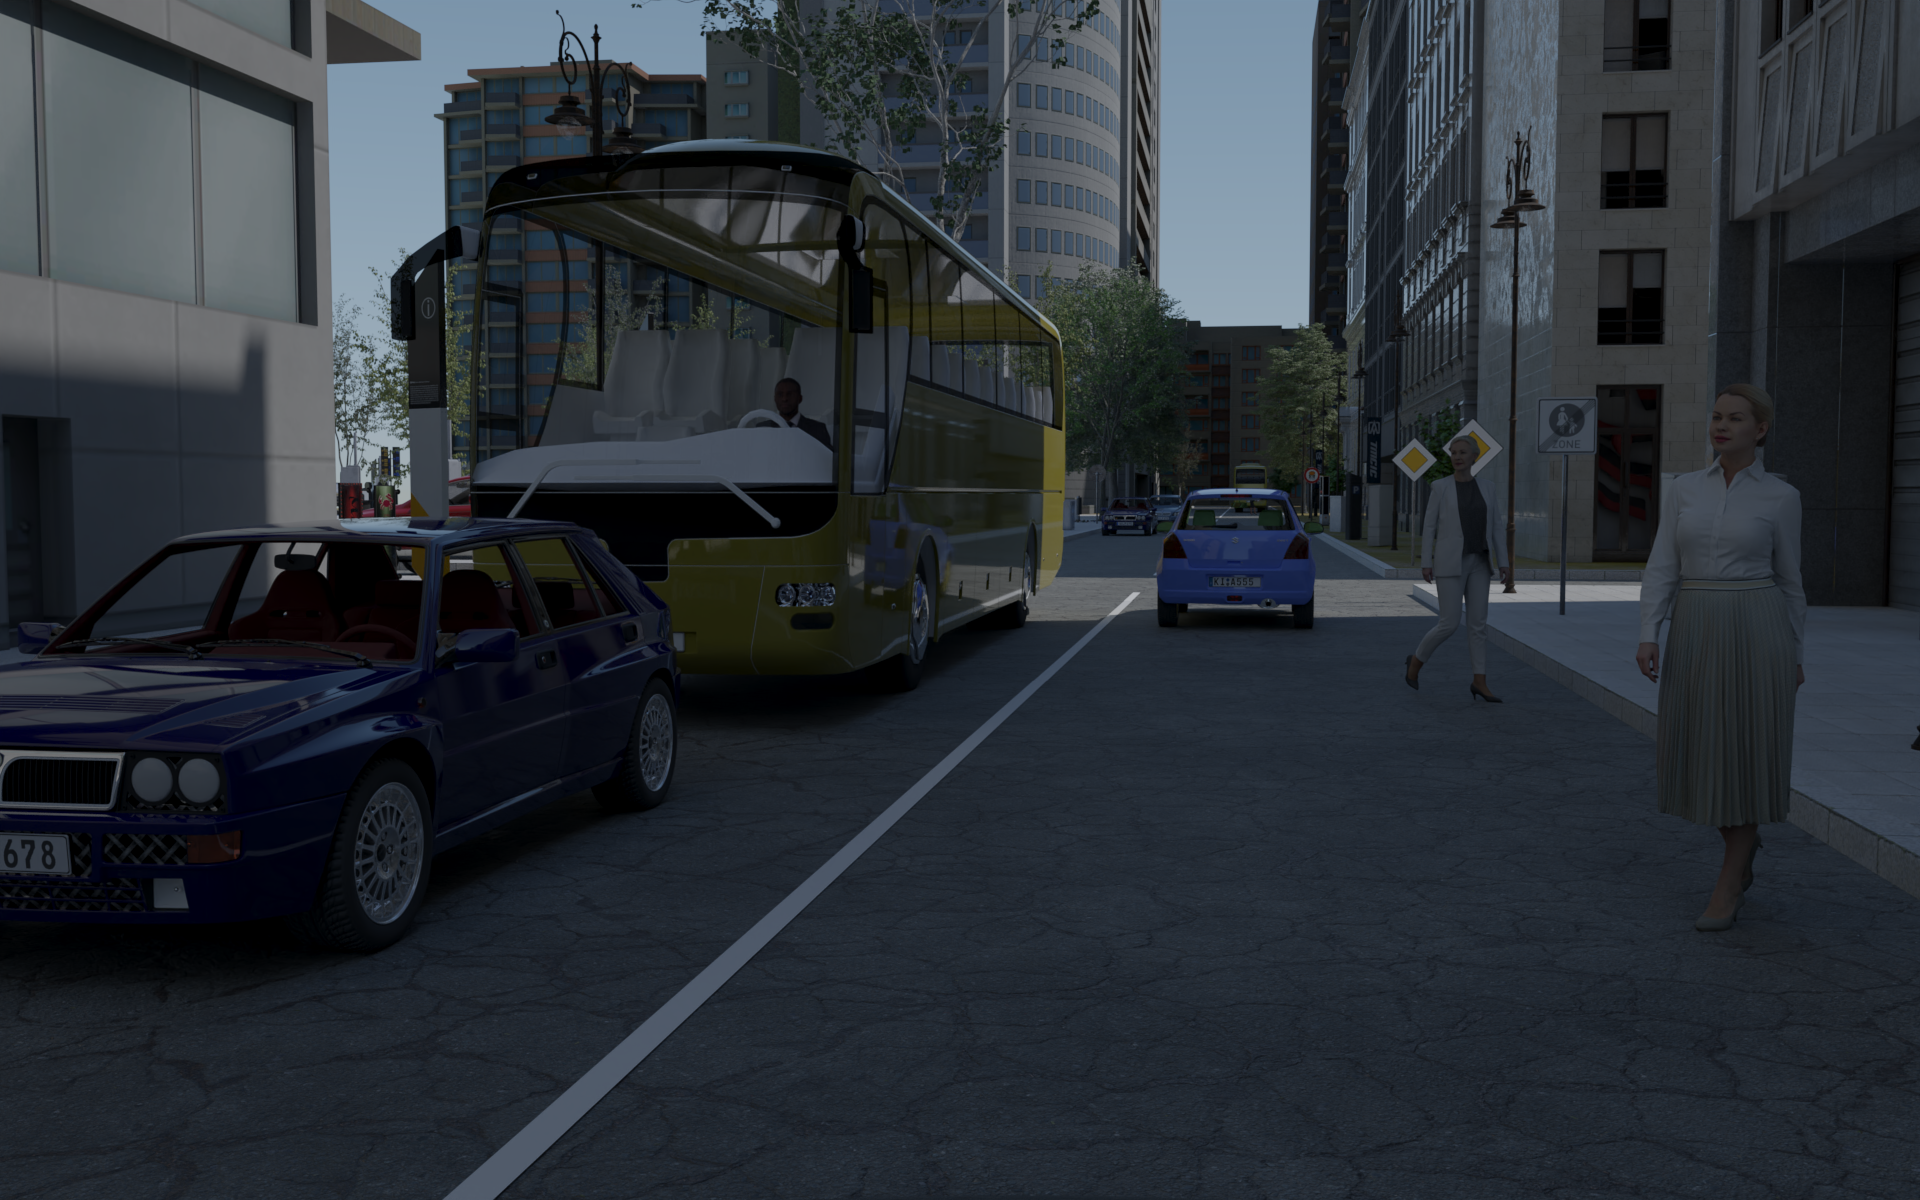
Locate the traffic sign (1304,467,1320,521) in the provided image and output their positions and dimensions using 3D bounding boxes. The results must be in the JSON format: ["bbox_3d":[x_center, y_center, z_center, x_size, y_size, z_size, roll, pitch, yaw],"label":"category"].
[{"bbox_3d":[16.658,-5.010,82.017,0.768,2.556,0.104,1,4,13],"label":"traffic sign"}]

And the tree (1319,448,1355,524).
[{"bbox_3d":[15.855,-4.824,73.477,1.663,3.219,1.824,0,3,0],"label":"tree"}]

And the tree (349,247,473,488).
[{"bbox_3d":[-15.894,-6.189,51.546,4.737,8.622,4.395,0,3,0],"label":"tree"}]

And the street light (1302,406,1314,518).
[{"bbox_3d":[18.418,-7.230,90.998,0.468,5.910,1.993,1,4,9],"label":"street light"}]

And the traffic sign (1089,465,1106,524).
[{"bbox_3d":[5.924,-4.568,74.798,0.768,2.556,0.104,1,4,12],"label":"traffic sign"}]

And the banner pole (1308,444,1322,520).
[{"bbox_3d":[17.695,-5.868,85.965,0.863,3.779,0.401,-1,4,-15],"label":"banner pole"}]

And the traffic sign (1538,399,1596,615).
[{"bbox_3d":[6.393,-0.990,18.318,0.606,2.300,0.079,1,4,11],"label":"traffic sign"}]

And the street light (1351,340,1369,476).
[{"bbox_3d":[12.016,-4.855,52.168,0.468,5.910,1.993,1,4,9],"label":"street light"}]

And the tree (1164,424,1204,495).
[{"bbox_3d":[22.875,-13.936,178.209,4.360,8.622,3.978,0,3,0],"label":"tree"}]

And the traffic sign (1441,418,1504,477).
[{"bbox_3d":[6.795,-1.186,23.027,0.795,2.450,0.064,1,4,9],"label":"traffic sign"}]

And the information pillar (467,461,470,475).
[{"bbox_3d":[-31.995,-7.448,113.128,0.504,3.616,0.183,3,4,39],"label":"information pillar"}]

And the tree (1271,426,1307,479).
[{"bbox_3d":[34.454,-14.141,181.567,4.737,8.622,4.395,0,3,0],"label":"tree"}]

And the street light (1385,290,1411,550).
[{"bbox_3d":[9.913,-4.071,39.355,0.468,5.910,1.993,1,4,9],"label":"street light"}]

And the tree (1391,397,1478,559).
[{"bbox_3d":[9.734,-2.439,34.486,1.663,3.219,1.824,0,3,0],"label":"tree"}]

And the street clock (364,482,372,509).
[{"bbox_3d":[-35.018,-5.993,102.559,0.471,2.002,0.358,2,4,35],"label":"street clock"}]

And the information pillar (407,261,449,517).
[{"bbox_3d":[-5.141,-1.555,16.781,0.504,3.616,0.183,2,4,34],"label":"information pillar"}]

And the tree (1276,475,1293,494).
[{"bbox_3d":[30.269,-10.125,160.141,1.663,3.219,1.824,0,3,0],"label":"tree"}]

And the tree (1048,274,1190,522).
[{"bbox_3d":[6.868,-9.494,80.976,9.928,11.665,9.643,0,3,0],"label":"tree"}]

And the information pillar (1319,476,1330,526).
[{"bbox_3d":[14.721,-4.002,69.931,0.304,2.012,0.304,-1,4,-10],"label":"information pillar"}]

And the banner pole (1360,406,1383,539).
[{"bbox_3d":[11.672,-3.636,49.474,0.863,3.779,0.401,-1,4,-16],"label":"banner pole"}]

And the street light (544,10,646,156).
[{"bbox_3d":[-3.578,-2.717,17.205,0.468,5.910,1.993,1,4,9],"label":"street light"}]

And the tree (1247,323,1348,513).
[{"bbox_3d":[22.887,-12.014,114.557,7.486,12.596,7.792,0,3,0],"label":"tree"}]

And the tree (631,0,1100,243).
[{"bbox_3d":[-1.831,-11.364,41.696,12.611,20.169,13.585,0,3,0],"label":"tree"}]

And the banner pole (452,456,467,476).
[{"bbox_3d":[-30.744,-7.065,105.526,0.863,3.779,0.401,0,4,5],"label":"banner pole"}]

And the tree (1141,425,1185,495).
[{"bbox_3d":[14.982,-11.081,131.538,4.737,8.622,4.395,0,3,0],"label":"tree"}]

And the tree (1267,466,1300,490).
[{"bbox_3d":[32.591,-11.674,174.583,4.285,4.588,4.351,0,3,0],"label":"tree"}]

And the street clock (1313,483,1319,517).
[{"bbox_3d":[20.200,-5.735,98.330,0.358,2.002,0.471,0,4,-6],"label":"street clock"}]

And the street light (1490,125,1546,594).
[{"bbox_3d":[7.111,-3.024,22.228,0.468,5.910,1.993,1,4,9],"label":"street light"}]

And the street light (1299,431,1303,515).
[{"bbox_3d":[20.663,-8.043,104.297,0.468,5.910,1.993,1,4,9],"label":"street light"}]

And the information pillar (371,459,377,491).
[{"bbox_3d":[-38.736,-7.534,114.540,0.504,3.616,0.183,2,4,31],"label":"information pillar"}]

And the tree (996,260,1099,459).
[{"bbox_3d":[2.090,-6.333,53.901,4.737,8.622,4.395,0,3,0],"label":"tree"}]

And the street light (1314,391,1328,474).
[{"bbox_3d":[16.320,-6.427,77.875,0.468,5.910,1.993,1,4,9],"label":"street light"}]

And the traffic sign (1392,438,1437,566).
[{"bbox_3d":[8.095,-1.668,30.906,0.795,2.450,0.064,1,4,9],"label":"traffic sign"}]

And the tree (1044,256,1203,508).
[{"bbox_3d":[8.072,-11.331,91.911,9.857,13.997,8.962,0,3,0],"label":"tree"}]

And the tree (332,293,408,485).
[{"bbox_3d":[-22.257,-6.886,62.944,4.360,8.622,3.978,0,3,0],"label":"tree"}]

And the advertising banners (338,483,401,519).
[{"bbox_3d":[-8.530,-1.718,24.278,0.090,3.025,2.074,1,4,19],"label":"advertising banners"}]

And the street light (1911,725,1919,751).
[{"bbox_3d":[4.874,-2.185,8.512,0.468,5.910,1.993,1,4,9],"label":"street light"}]

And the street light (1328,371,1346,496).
[{"bbox_3d":[14.208,-5.644,65.062,0.468,5.910,1.993,1,4,9],"label":"street light"}]
